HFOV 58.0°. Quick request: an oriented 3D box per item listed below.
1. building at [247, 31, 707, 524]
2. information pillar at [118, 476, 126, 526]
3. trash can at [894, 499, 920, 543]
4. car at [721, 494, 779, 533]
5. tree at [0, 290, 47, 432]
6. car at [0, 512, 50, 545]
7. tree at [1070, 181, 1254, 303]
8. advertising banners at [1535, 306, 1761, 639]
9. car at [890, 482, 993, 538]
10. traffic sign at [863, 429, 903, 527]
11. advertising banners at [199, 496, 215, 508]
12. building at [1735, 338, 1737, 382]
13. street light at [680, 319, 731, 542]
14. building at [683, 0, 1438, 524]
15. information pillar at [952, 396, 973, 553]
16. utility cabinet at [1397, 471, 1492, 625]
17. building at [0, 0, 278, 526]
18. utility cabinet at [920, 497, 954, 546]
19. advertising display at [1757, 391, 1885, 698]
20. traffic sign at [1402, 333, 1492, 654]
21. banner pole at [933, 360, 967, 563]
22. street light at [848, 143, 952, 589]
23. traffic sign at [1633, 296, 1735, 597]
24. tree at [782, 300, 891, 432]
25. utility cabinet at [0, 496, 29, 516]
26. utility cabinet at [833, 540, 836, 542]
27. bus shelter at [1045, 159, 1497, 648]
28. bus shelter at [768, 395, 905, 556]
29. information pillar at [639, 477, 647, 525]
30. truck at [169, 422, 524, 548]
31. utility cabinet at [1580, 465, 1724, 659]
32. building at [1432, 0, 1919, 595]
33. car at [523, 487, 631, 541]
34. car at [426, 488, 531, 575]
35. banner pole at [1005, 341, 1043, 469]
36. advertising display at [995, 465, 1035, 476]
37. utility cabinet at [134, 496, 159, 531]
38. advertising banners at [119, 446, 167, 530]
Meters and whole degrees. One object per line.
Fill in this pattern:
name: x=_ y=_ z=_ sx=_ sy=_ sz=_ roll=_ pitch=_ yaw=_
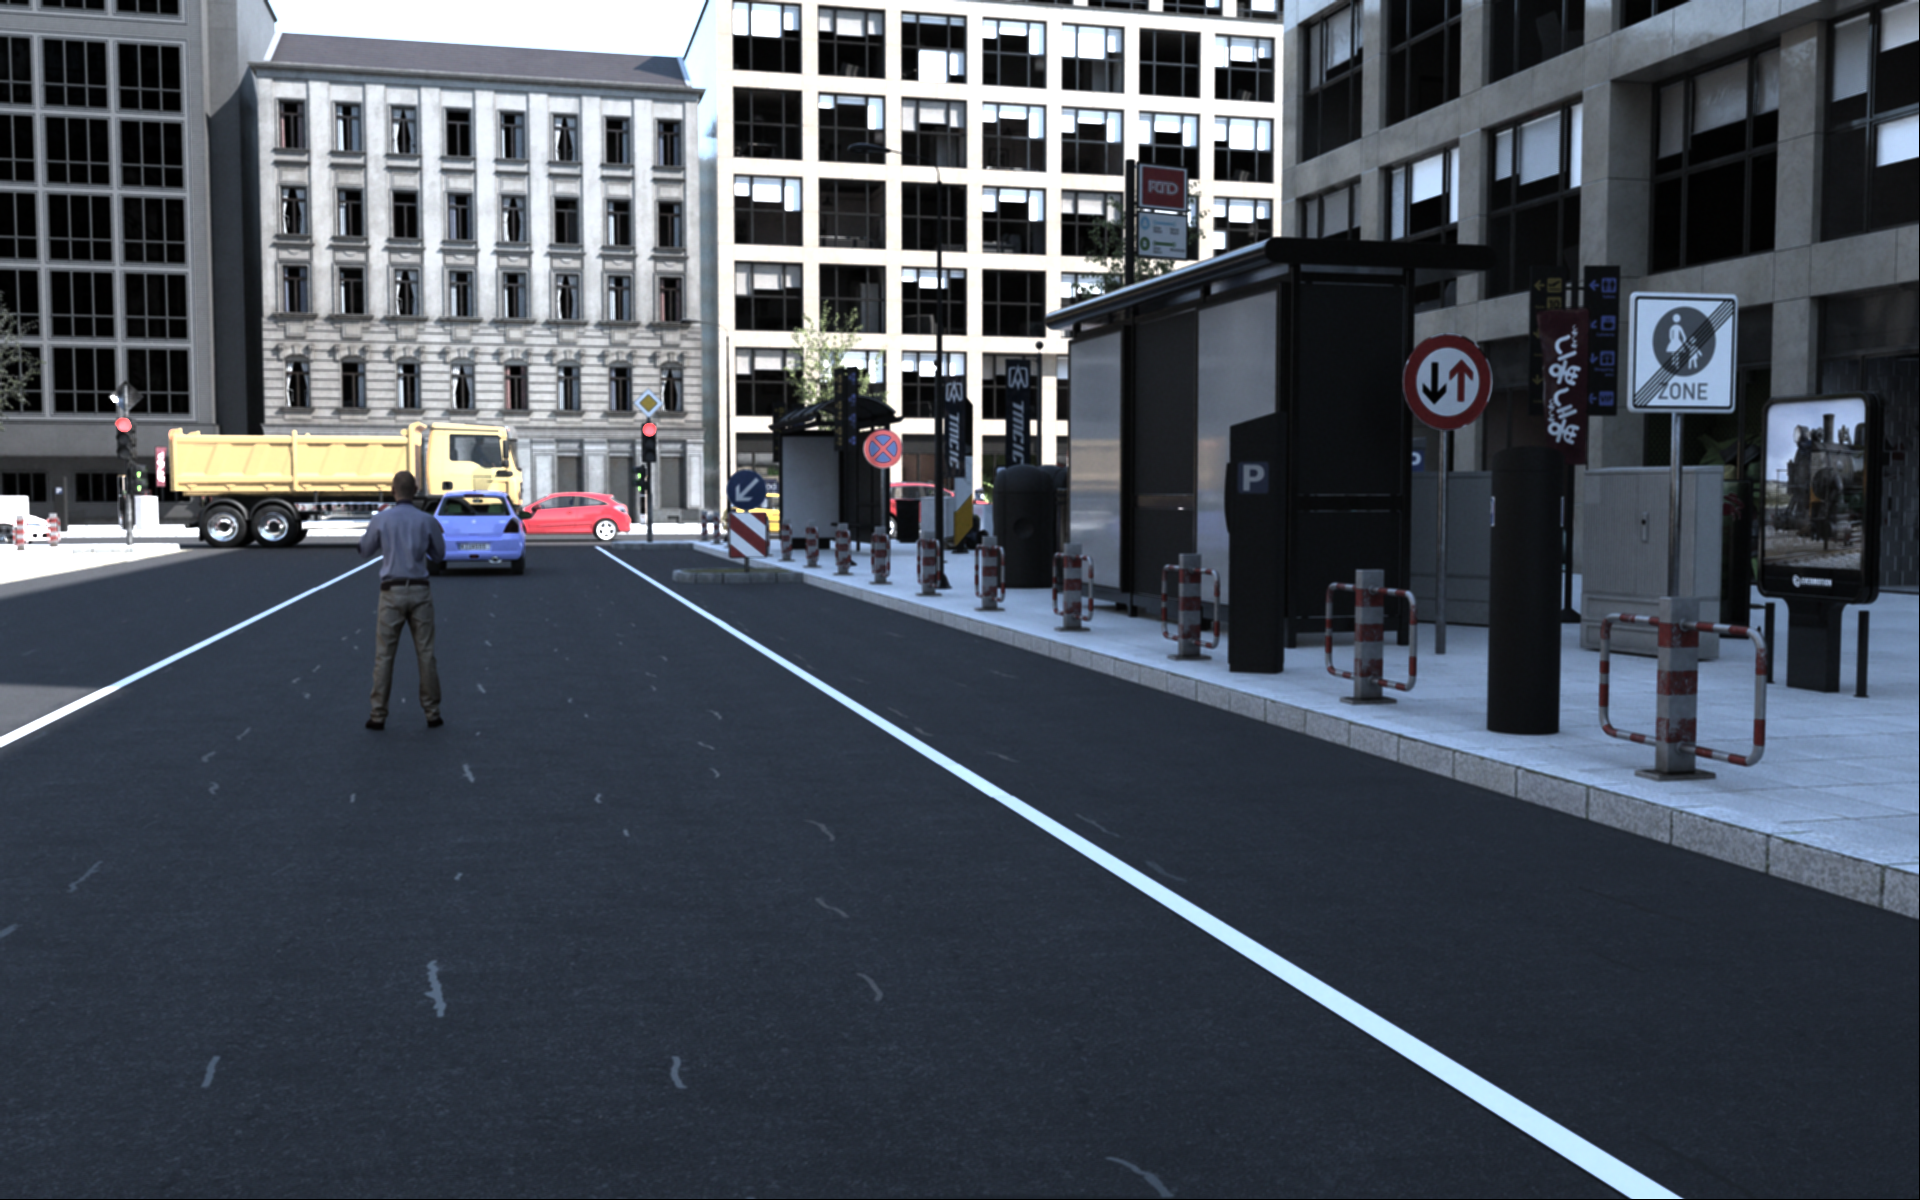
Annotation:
building: x=-20.832 y=-13.911 z=76.590 sx=18.267 sy=20.994 sz=9.793 roll=-1 pitch=4 yaw=-14
information pillar: x=-33.261 y=-3.940 z=68.912 sx=0.304 sy=2.012 sz=0.304 roll=1 pitch=4 yaw=22
trash can: x=-1.375 y=-2.083 z=45.709 sx=0.748 sy=1.137 sz=0.748 roll=0 pitch=3 yaw=0
car: x=-5.861 y=-2.870 z=57.150 sx=3.980 sy=1.641 sz=2.015 roll=-1 pitch=4 yaw=-15
tree: x=-35.022 y=-6.820 z=61.874 sx=4.360 sy=8.622 sz=3.978 roll=0 pitch=3 yaw=0
car: x=-27.470 y=-2.138 z=47.314 sx=4.827 sy=1.381 sz=2.083 roll=-1 pitch=4 yaw=-14
tree: x=4.560 y=-5.501 z=40.301 sx=4.737 sy=8.622 sz=4.395 roll=0 pitch=3 yaw=0
advertising banners: x=6.245 y=-1.201 z=15.825 sx=2.074 sy=3.025 sz=0.090 roll=3 pitch=5 yaw=40
car: x=-1.171 y=-2.896 z=56.022 sx=5.304 sy=1.827 sz=2.281 roll=-1 pitch=4 yaw=-14
traffic sign: x=-1.513 y=-2.077 z=34.066 sx=0.768 sy=2.556 sz=0.104 roll=0 pitch=4 yaw=-5
advertising banners: x=-28.812 y=-4.300 z=66.485 sx=0.090 sy=3.025 sz=2.074 roll=0 pitch=4 yaw=-3
building: x=35.380 y=-16.787 z=93.533 sx=30.058 sy=24.678 sz=14.314 roll=-1 pitch=4 yaw=-14
street light: x=-6.716 y=-4.502 z=46.152 sx=1.470 sy=5.913 sz=1.316 roll=-1 pitch=4 yaw=-14
building: x=3.624 y=-17.342 z=88.060 sx=34.151 sy=26.468 sz=19.350 roll=-1 pitch=4 yaw=-14
information pillar: x=0.065 y=-2.822 z=37.497 sx=0.504 sy=3.616 sz=0.183 roll=-3 pitch=5 yaw=-42
utility cabinet: x=4.876 y=-0.517 z=17.127 sx=0.318 sy=1.500 sz=1.173 roll=-3 pitch=5 yaw=-39
building: x=-42.481 y=-17.135 z=73.663 sx=24.014 sy=27.812 sz=14.314 roll=-1 pitch=4 yaw=-14
utility cabinet: x=-0.554 y=-1.923 z=42.596 sx=0.306 sy=1.237 sz=1.020 roll=-3 pitch=5 yaw=-41
advertising display: x=5.595 y=-0.373 z=11.308 sx=0.123 sy=1.923 sz=0.974 roll=-1 pitch=4 yaw=-14
traffic sign: x=3.858 y=-0.840 z=13.834 sx=0.768 sy=2.556 sz=0.104 roll=-1 pitch=4 yaw=-11
banner pole: x=-0.239 y=-2.583 z=32.243 sx=0.863 sy=3.779 sz=0.401 roll=2 pitch=4 yaw=32
street light: x=-0.803 y=-3.101 z=23.236 sx=1.470 sy=5.913 sz=1.316 roll=-1 pitch=4 yaw=-14
traffic sign: x=3.682 y=-0.415 z=8.916 sx=0.606 sy=2.300 sz=0.079 roll=-1 pitch=4 yaw=-12
tree: x=-4.903 y=-7.126 z=66.876 sx=4.737 sy=8.622 sz=4.395 roll=0 pitch=3 yaw=0
utility cabinet: x=-36.074 y=-3.355 z=66.011 sx=0.306 sy=1.237 sz=1.020 roll=3 pitch=4 yaw=38
utility cabinet: x=-3.188 y=-2.201 z=47.147 sx=0.306 sy=1.237 sz=1.020 roll=1 pitch=4 yaw=14
bus shelter: x=2.417 y=-2.503 z=18.560 sx=2.179 sy=5.291 sz=8.768 roll=-1 pitch=4 yaw=-15
bus shelter: x=-2.799 y=-2.689 z=37.886 sx=2.014 sy=3.302 sz=5.546 roll=-1 pitch=4 yaw=-14
information pillar: x=-12.987 y=-4.086 z=71.290 sx=0.304 sy=2.012 sz=0.304 roll=1 pitch=4 yaw=18
truck: x=-16.202 y=-3.162 z=47.621 sx=9.791 sy=3.379 sz=3.469 roll=-1 pitch=4 yaw=-13
utility cabinet: x=5.460 y=-0.310 z=13.742 sx=0.318 sy=1.500 sz=1.173 roll=-1 pitch=4 yaw=-23
building: x=20.629 y=-13.410 z=23.766 sx=19.350 sy=26.468 sz=34.151 roll=-1 pitch=4 yaw=-14
car: x=-12.343 y=-2.686 z=52.964 sx=4.494 sy=1.783 sz=2.155 roll=-1 pitch=4 yaw=-14
car: x=-8.897 y=-1.366 z=31.924 sx=1.945 sy=1.707 sz=3.694 roll=-1 pitch=4 yaw=-14
banner pole: x=1.094 y=-2.348 z=28.399 sx=0.863 sy=3.779 sz=0.401 roll=-2 pitch=4 yaw=-26
advertising display: x=1.235 y=-2.036 z=38.504 sx=0.974 sy=1.923 sz=0.123 roll=2 pitch=4 yaw=26
utility cabinet: x=-28.751 y=-3.063 z=61.237 sx=0.306 sy=1.237 sz=1.020 roll=0 pitch=4 yaw=5
advertising banners: x=-29.728 y=-4.094 z=63.124 sx=0.090 sy=3.025 sz=2.074 roll=2 pitch=4 yaw=26
